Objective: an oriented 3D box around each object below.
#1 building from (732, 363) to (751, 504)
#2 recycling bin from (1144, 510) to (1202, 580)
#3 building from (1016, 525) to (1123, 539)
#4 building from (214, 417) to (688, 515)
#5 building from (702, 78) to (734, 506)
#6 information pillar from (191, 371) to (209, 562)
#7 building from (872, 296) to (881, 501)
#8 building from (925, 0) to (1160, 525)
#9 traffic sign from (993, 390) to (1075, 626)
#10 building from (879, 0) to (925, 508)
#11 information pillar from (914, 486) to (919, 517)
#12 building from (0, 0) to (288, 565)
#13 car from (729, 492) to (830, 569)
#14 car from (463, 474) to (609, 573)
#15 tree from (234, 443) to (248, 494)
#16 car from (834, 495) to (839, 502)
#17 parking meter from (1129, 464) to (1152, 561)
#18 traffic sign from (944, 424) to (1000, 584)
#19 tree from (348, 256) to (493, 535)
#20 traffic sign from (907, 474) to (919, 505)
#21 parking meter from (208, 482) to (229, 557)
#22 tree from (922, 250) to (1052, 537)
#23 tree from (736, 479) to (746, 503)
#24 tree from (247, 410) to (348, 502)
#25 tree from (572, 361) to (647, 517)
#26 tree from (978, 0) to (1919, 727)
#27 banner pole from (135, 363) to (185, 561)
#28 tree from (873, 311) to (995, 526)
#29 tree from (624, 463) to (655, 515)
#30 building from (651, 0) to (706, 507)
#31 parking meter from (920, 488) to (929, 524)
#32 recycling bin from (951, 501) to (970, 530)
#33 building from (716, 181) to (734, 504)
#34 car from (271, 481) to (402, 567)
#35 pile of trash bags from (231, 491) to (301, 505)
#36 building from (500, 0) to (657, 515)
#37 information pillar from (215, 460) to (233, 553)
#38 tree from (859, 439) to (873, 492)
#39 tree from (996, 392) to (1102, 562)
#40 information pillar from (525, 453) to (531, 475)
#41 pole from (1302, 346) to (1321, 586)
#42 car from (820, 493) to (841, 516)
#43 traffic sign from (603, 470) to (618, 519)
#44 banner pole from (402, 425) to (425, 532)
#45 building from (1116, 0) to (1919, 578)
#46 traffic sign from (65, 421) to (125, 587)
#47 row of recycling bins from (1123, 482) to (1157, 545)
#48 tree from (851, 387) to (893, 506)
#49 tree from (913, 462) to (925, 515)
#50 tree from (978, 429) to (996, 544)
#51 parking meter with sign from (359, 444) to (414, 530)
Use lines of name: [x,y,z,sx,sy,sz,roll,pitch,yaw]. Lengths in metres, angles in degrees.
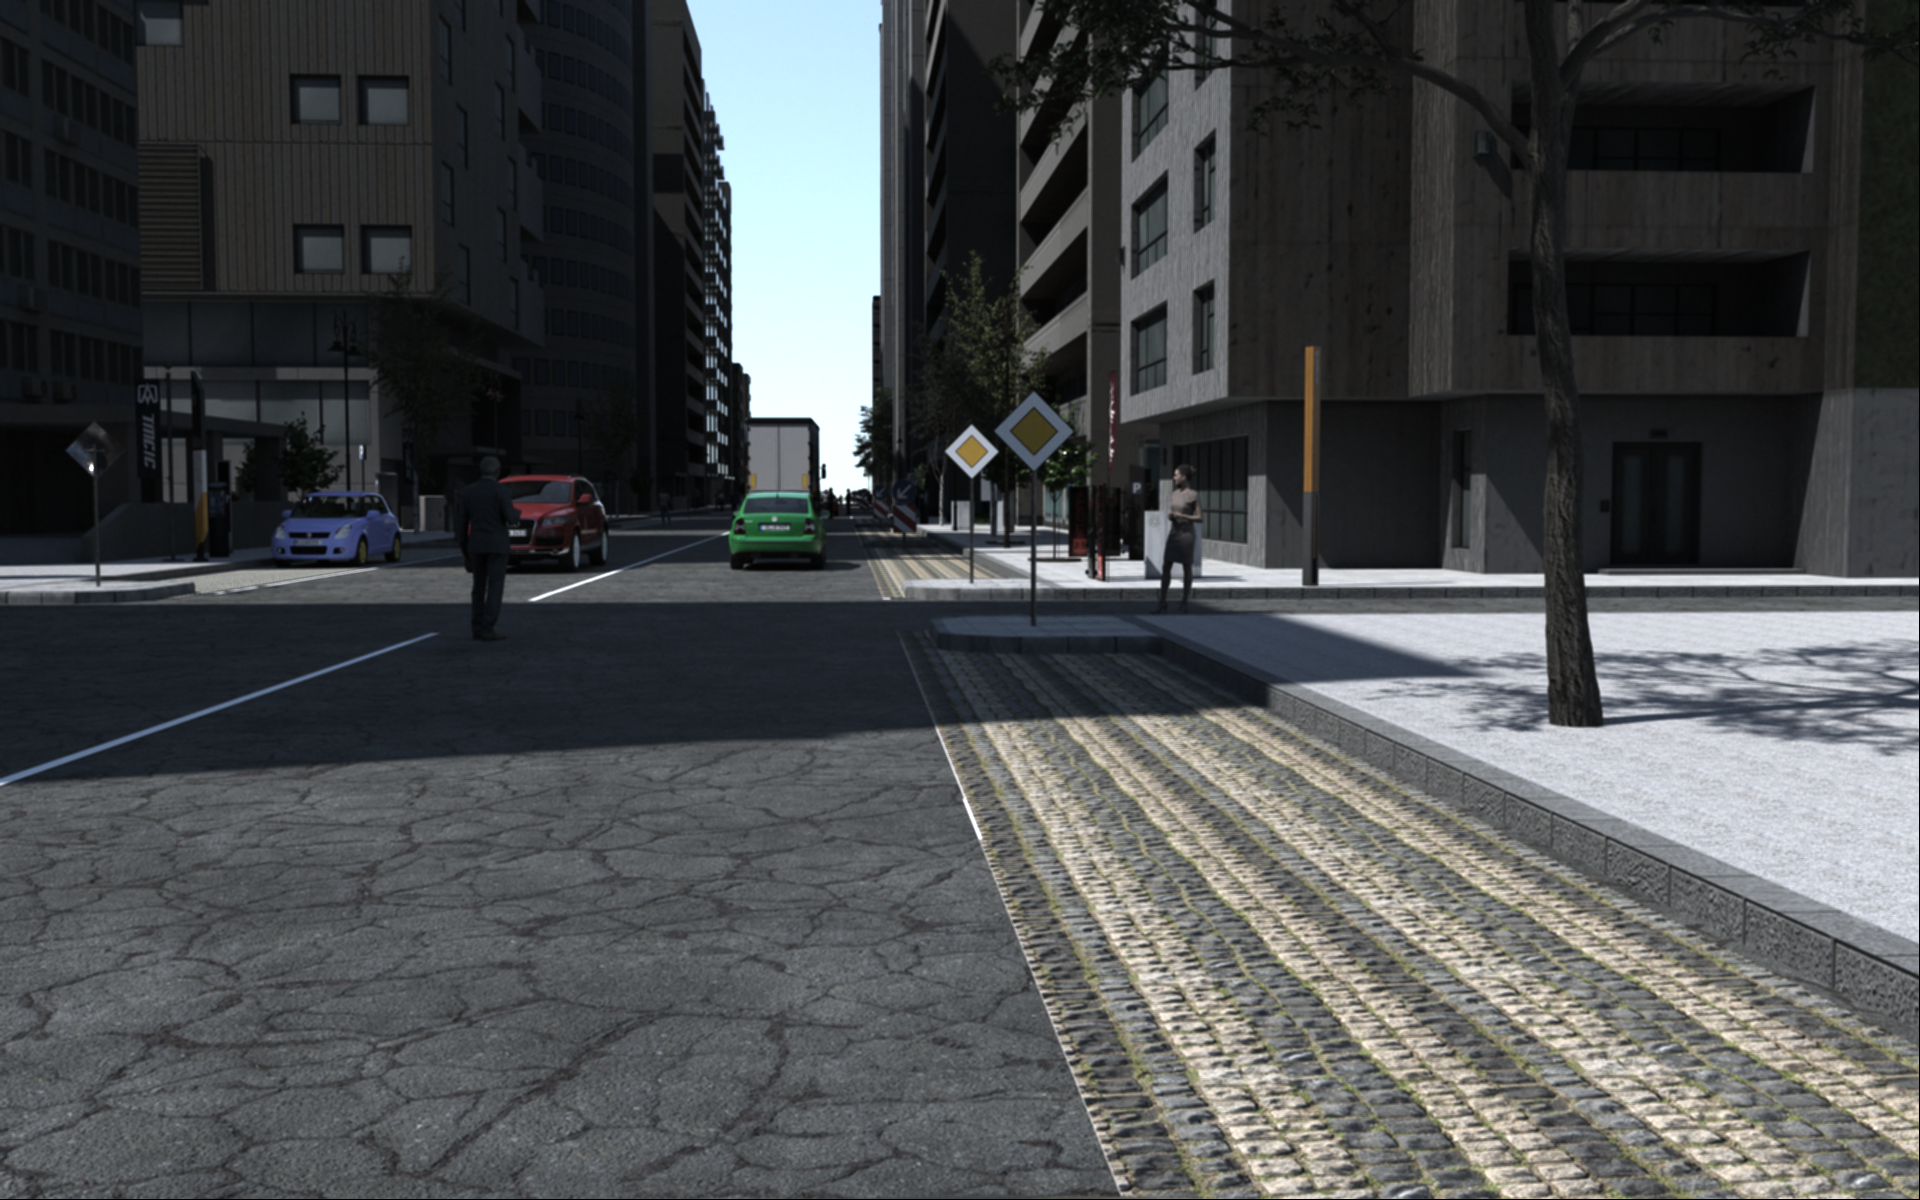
building: [-43.739,-24.244,241.421,27.650,21.520,28.899,0,4,-4]
recycling bin: [3.246,-0.845,26.363,0.722,1.027,0.722,2,4,24]
building: [13.610,-26.617,58.883,21.300,48.544,21.600,0,4,-4]
building: [-38.534,-27.257,137.534,32.217,40.220,23.993,0,4,-4]
building: [-38.307,-35.311,196.940,23.786,49.044,30.456,0,4,-4]
information pillar: [-14.413,-2.537,32.830,0.183,3.616,0.504,-3,5,-42]
building: [-5.778,-29.370,251.894,14.160,30.474,14.107,0,4,-4]
building: [9.328,-28.472,89.224,21.300,48.544,21.600,0,4,-4]
traffic sign: [0.712,-0.805,16.807,0.795,2.450,0.064,0,4,-4]
building: [1.014,-40.642,206.487,21.231,58.520,28.212,0,4,-4]
information pillar: [-2.448,-5.666,97.125,0.304,2.012,0.304,-1,4,-12]
building: [-32.665,-21.092,36.741,32.217,40.220,23.993,0,4,-4]
car: [-3.562,-1.561,34.324,1.959,1.807,4.718,0,4,-3]
car: [-8.094,-1.510,33.358,2.281,1.827,5.304,0,4,-2]
tree: [-22.905,-3.767,56.198,1.663,3.219,1.824,0,3,0]
car: [-11.433,-8.460,150.321,2.014,1.417,4.499,0,4,-4]
parking meter: [3.486,-1.697,33.464,0.399,1.863,0.255,2,4,34]
traffic sign: [0.166,-1.292,24.773,0.795,2.450,0.064,0,4,-4]
tree: [-16.987,-6.379,54.654,4.737,8.622,4.395,0,3,0]
traffic sign: [-2.283,-5.039,84.514,0.606,2.300,0.079,0,4,5]
parking meter: [-15.065,-1.638,35.188,0.372,1.533,0.369,0,3,0]
tree: [0.974,-6.210,51.904,4.737,8.622,4.395,0,3,0]
tree: [-28.105,-14.121,225.479,1.663,3.219,1.824,0,3,0]
tree: [-15.112,-2.764,39.794,1.663,3.219,1.824,0,3,0]
tree: [-19.202,-8.927,96.325,4.737,8.622,4.395,0,3,0]
tree: [3.149,-4.594,9.533,7.601,10.594,8.767,2,4,31]
banner pole: [-15.301,-2.632,33.053,0.863,3.779,0.401,0,4,-3]
tree: [-0.680,-7.325,70.133,4.360,8.622,3.978,0,3,0]
tree: [-19.881,-6.948,108.208,1.663,3.219,1.824,0,3,0]
building: [-35.387,-32.851,160.820,21.300,48.544,21.600,0,4,-4]
parking meter: [-1.542,-4.037,74.416,0.372,1.533,0.369,0,3,0]
recycling bin: [0.103,-3.078,62.886,0.722,1.027,0.722,1,4,11]
building: [-36.361,-32.797,219.821,14.154,41.232,14.086,0,4,-4]
car: [-12.562,-1.552,34.959,1.945,1.707,3.694,0,4,-2]
pile of trash bags: [-23.604,-3.041,59.473,3.447,1.369,1.912,-3,5,-42]
building: [-31.887,-34.821,111.315,21.231,58.520,28.212,0,4,-4]
information pillar: [-15.904,-2.015,37.438,0.304,2.012,0.304,-1,4,-23]
tree: [-9.101,-14.703,190.754,4.360,8.622,3.978,0,3,0]
tree: [1.932,-2.348,32.989,1.663,3.219,1.824,0,3,0]
information pillar: [-24.460,-6.534,98.190,0.183,3.616,0.504,1,4,16]
pole: [4.889,-1.849,24.071,0.158,3.312,0.155,0,3,0]
car: [-8.833,-6.334,112.607,2.155,1.783,4.494,0,4,-6]
traffic sign: [-18.183,-5.502,90.057,0.768,2.556,0.104,0,4,5]
banner pole: [-18.373,-4.164,58.096,0.863,3.779,0.401,2,4,24]
building: [10.968,-15.941,32.340,14.107,30.474,14.160,0,4,-4]
traffic sign: [-11.951,-1.243,23.966,0.795,2.450,0.064,0,4,-4]
row of recycling bins: [5.872,-2.240,43.730,3.534,1.692,1.069,0,4,-1]
tree: [-7.720,-16.245,183.728,7.486,12.596,7.792,0,3,0]
tree: [-2.326,-6.690,103.988,1.663,3.219,1.824,0,3,0]
tree: [1.296,-3.065,44.716,1.663,3.219,1.824,0,3,0]
parking meter with sign: [-20.314,-3.985,61.421,1.738,3.016,0.543,-2,4,-34]
